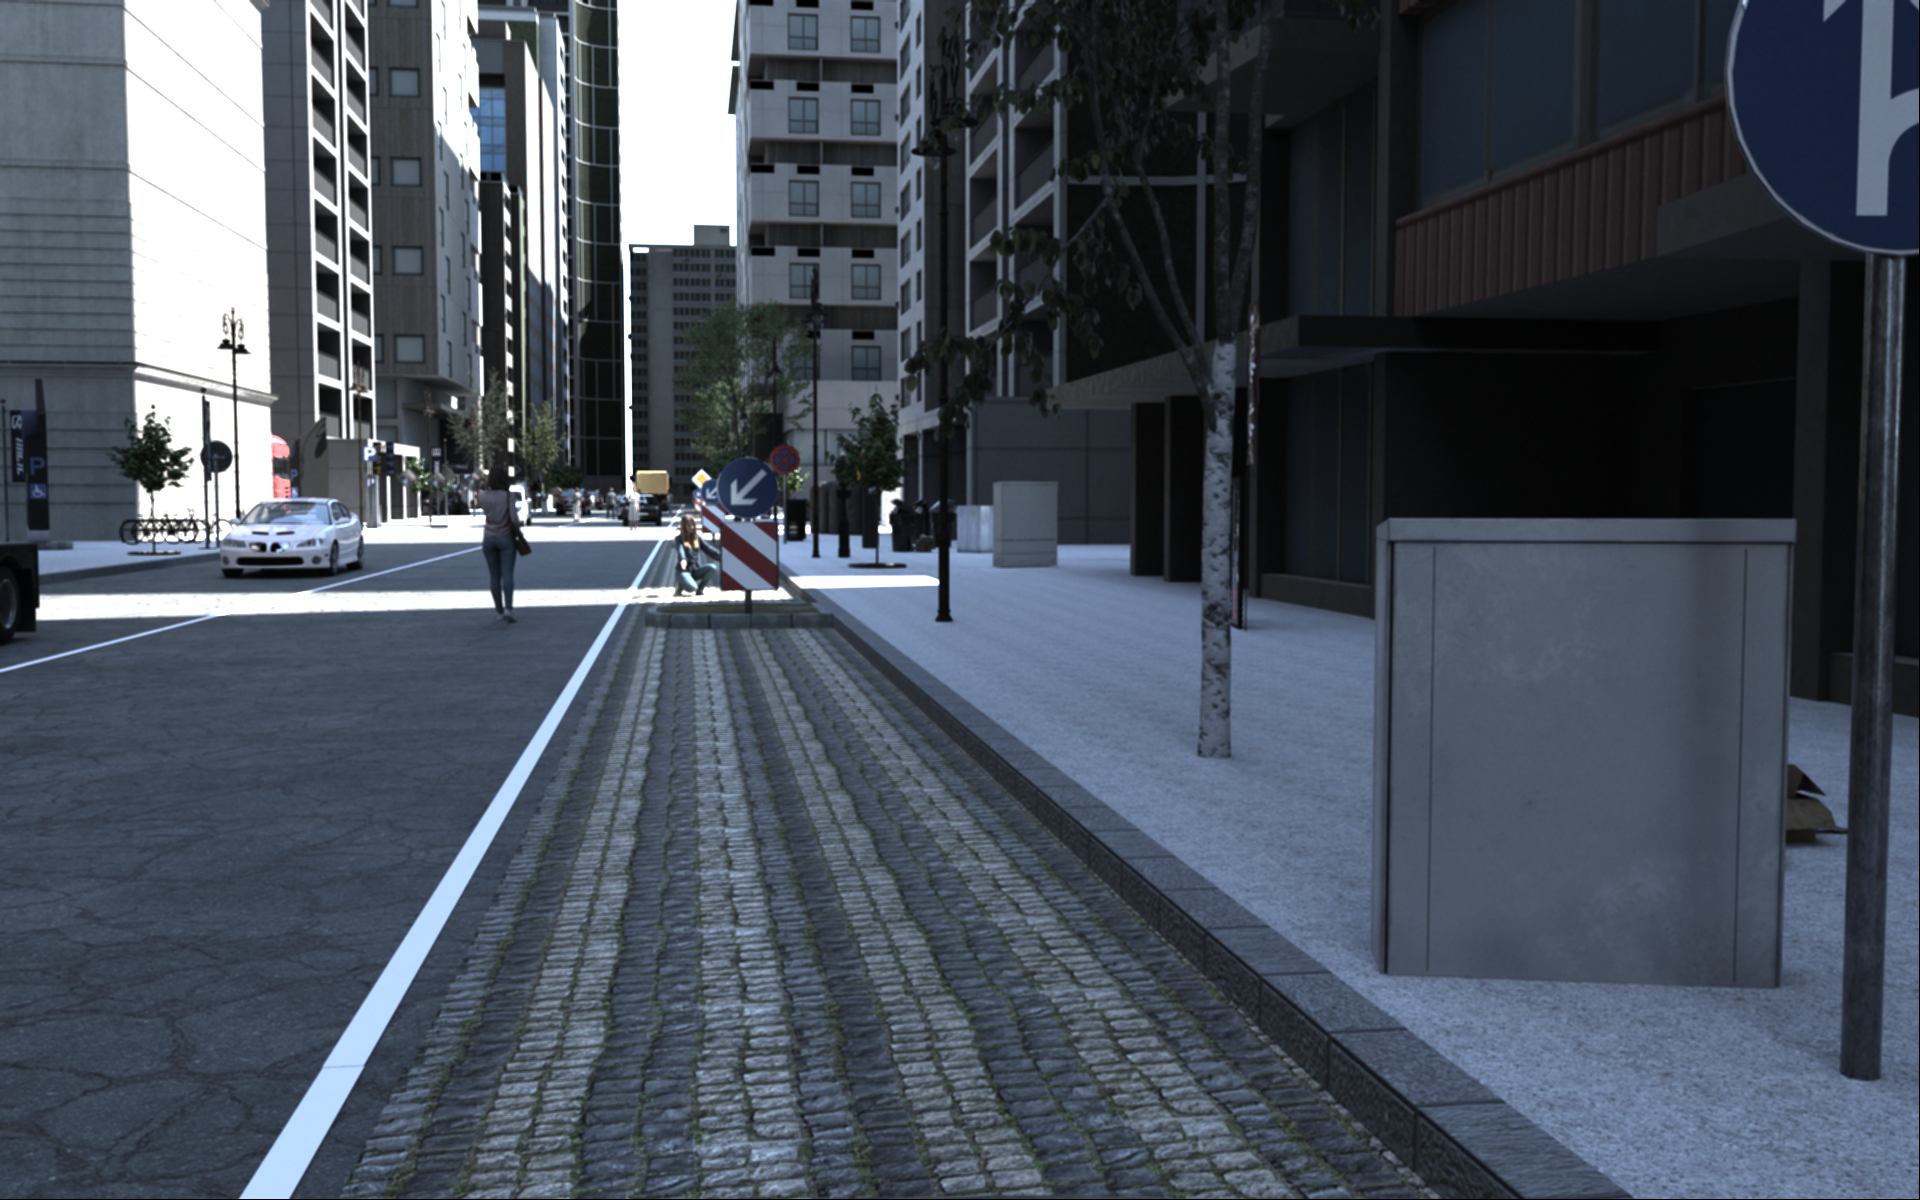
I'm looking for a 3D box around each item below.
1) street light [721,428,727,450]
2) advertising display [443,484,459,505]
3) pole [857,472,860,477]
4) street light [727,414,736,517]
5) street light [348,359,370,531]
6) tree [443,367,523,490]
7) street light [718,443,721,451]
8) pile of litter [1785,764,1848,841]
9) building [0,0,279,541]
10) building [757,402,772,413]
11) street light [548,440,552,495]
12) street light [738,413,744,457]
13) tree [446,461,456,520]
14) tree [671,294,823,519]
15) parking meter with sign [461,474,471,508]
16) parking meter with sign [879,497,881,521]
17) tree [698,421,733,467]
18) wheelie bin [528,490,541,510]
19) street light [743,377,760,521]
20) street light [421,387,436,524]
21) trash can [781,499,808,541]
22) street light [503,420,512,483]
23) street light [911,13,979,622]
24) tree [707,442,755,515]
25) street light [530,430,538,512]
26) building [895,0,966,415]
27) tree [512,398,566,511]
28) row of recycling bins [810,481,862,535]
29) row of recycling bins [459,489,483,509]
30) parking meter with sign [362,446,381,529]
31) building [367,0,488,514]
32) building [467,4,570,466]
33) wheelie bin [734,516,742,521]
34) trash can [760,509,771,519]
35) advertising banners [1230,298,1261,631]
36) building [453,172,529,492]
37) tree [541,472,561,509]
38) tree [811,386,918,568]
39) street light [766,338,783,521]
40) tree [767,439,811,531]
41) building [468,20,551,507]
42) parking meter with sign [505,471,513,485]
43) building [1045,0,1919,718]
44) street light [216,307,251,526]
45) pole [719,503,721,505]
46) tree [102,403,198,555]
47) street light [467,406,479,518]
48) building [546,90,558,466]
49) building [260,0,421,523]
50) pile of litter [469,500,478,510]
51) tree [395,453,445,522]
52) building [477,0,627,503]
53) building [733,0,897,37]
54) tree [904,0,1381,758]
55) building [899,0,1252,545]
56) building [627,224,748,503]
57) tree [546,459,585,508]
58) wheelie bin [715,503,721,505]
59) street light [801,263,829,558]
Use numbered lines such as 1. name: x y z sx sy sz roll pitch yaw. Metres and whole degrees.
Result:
1. street light: -15.547 -8.739 115.664 0.468 5.910 1.993 -1 4 -9
2. advertising display: -31.420 -6.219 106.888 0.974 1.923 0.123 0 4 3
3. pole: -4.669 -5.254 79.751 0.158 3.312 0.155 0 3 0
4. street light: -12.873 -7.709 98.823 0.468 5.910 1.993 -1 4 -9
5. street light: -20.666 -5.314 59.666 0.468 5.910 1.993 -1 4 -9
6. tree: -27.317 -9.112 99.337 4.360 8.622 3.978 0 3 0
7. street light: -18.156 -9.785 132.773 0.468 5.910 1.993 -1 4 -9
8. pile of litter: 2.674 0.460 6.441 1.719 0.858 1.176 -1 4 -10
9. building: -44.908 -16.792 50.969 44.131 29.872 17.030 -1 4 -9
10. building: -12.157 -23.943 163.167 14.160 30.474 14.107 -1 4 -9
11. street light: -33.565 -10.353 142.058 0.468 5.910 1.993 -1 4 -9
12. street light: -10.139 -6.642 81.378 0.468 5.910 1.993 -1 4 -9
13. tree: -25.736 -5.582 85.875 1.663 3.219 1.824 0 3 0
14. tree: -11.080 -9.988 89.064 9.928 11.665 9.643 0 3 0
15. parking meter with sign: -38.748 -8.523 135.613 0.543 3.016 1.738 -2 4 -27
16. parking meter with sign: -4.109 -5.211 81.460 1.738 3.016 0.543 -3 5 -41
17. tree: -22.964 -13.198 166.141 4.737 8.622 4.395 0 3 0
18. wheelie bin: -34.414 -8.095 140.267 0.980 1.594 0.693 0 4 -6
19. street light: -8.162 -5.848 68.404 0.468 5.910 1.993 -1 4 -9
20. street light: -22.919 -6.239 74.788 0.468 5.910 1.993 -1 4 -9
21. trash can: -4.517 -2.185 47.382 0.748 1.137 0.748 0 3 0
22. street light: -28.198 -8.274 108.068 0.468 5.910 1.993 -1 4 -9
23. street light: -0.161 -2.722 17.297 0.468 5.910 1.993 -1 4 -9
24. tree: -14.256 -7.651 108.815 4.285 4.588 4.351 0 3 0
25. street light: -30.818 -9.328 125.295 0.468 5.910 1.993 -1 4 -9
26. building: 4.391 -19.470 90.034 14.107 30.474 14.160 -1 4 -9
27. tree: -32.115 -11.155 132.746 4.737 8.622 4.395 0 3 0
28. row of recycling bins: -3.859 -2.960 55.516 1.069 1.692 3.534 -2 4 -28
29. row of recycling bins: -42.113 -8.541 146.755 3.534 1.692 1.069 0 4 -3
30. parking meter with sign: -21.710 -4.145 64.027 0.543 3.016 1.738 -1 4 -13
31. building: -47.544 -32.277 116.973 28.713 52.752 27.495 -1 4 -9
32. building: -61.681 -40.697 207.390 28.212 58.520 21.231 -1 4 -9
33. wheelie bin: -9.861 -4.299 78.191 0.980 1.594 0.693 0 4 -6
34. trash can: -10.178 -4.823 90.513 0.748 1.137 0.748 0 3 0
35. advertising banners: 2.661 -1.248 16.597 0.090 3.025 2.074 0 3 0
36. building: -46.424 -23.389 154.104 14.160 30.474 14.107 -1 4 -9
37. tree: -35.802 -9.555 150.826 1.663 3.219 1.824 0 3 0
38. tree: -1.367 -2.190 30.405 1.663 3.219 1.824 0 3 0
39. street light: -5.490 -4.806 51.359 0.468 5.910 1.993 -1 4 -9
40. tree: -5.908 -4.043 60.700 1.663 3.219 1.824 0 3 0
41. building: -48.276 -31.670 167.915 14.600 45.320 14.200 -1 4 -9
42. parking meter with sign: -33.465 -8.108 128.827 0.543 3.016 1.738 1 4 16
43. building: 14.132 -22.050 15.150 22.147 44.769 28.867 -1 4 -9
44. street light: -17.923 -4.286 42.863 0.468 5.910 1.993 -1 4 -9
45. pole: -18.770 -8.647 135.220 0.158 3.312 0.155 0 3 0
46. tree: -16.999 -2.577 36.739 1.663 3.219 1.824 0 3 0
47. street light: -25.699 -7.261 91.505 0.468 5.910 1.993 -1 4 -9
48. building: -50.141 -32.544 182.207 14.600 45.320 14.200 -1 4 -9
49. building: -37.874 -39.453 83.307 20.563 71.187 20.611 -1 4 -9
50. pile of litter: -40.021 -7.803 141.537 1.176 0.858 1.719 3 5 42
51. tree: -25.388 -5.290 81.089 1.663 3.219 1.824 0 3 0
52. building: -57.850 -49.202 242.711 20.611 71.187 20.563 -1 4 -9
53. building: -9.448 -36.384 184.123 28.713 52.752 27.495 -1 4 -9
54. tree: 1.086 -3.550 8.402 4.360 8.622 3.978 0 3 0
55. building: 9.671 -37.257 47.408 20.563 71.187 20.611 -1 4 -9
56. building: -36.032 -34.269 252.182 23.993 40.220 32.217 -1 4 -9
57. tree: -38.743 -11.484 171.481 4.285 4.588 4.351 0 3 0
58. wheelie bin: -20.022 -8.272 143.150 0.693 1.594 0.980 1 4 16
59. street light: -2.915 -3.797 34.868 0.468 5.910 1.993 -1 4 -9
